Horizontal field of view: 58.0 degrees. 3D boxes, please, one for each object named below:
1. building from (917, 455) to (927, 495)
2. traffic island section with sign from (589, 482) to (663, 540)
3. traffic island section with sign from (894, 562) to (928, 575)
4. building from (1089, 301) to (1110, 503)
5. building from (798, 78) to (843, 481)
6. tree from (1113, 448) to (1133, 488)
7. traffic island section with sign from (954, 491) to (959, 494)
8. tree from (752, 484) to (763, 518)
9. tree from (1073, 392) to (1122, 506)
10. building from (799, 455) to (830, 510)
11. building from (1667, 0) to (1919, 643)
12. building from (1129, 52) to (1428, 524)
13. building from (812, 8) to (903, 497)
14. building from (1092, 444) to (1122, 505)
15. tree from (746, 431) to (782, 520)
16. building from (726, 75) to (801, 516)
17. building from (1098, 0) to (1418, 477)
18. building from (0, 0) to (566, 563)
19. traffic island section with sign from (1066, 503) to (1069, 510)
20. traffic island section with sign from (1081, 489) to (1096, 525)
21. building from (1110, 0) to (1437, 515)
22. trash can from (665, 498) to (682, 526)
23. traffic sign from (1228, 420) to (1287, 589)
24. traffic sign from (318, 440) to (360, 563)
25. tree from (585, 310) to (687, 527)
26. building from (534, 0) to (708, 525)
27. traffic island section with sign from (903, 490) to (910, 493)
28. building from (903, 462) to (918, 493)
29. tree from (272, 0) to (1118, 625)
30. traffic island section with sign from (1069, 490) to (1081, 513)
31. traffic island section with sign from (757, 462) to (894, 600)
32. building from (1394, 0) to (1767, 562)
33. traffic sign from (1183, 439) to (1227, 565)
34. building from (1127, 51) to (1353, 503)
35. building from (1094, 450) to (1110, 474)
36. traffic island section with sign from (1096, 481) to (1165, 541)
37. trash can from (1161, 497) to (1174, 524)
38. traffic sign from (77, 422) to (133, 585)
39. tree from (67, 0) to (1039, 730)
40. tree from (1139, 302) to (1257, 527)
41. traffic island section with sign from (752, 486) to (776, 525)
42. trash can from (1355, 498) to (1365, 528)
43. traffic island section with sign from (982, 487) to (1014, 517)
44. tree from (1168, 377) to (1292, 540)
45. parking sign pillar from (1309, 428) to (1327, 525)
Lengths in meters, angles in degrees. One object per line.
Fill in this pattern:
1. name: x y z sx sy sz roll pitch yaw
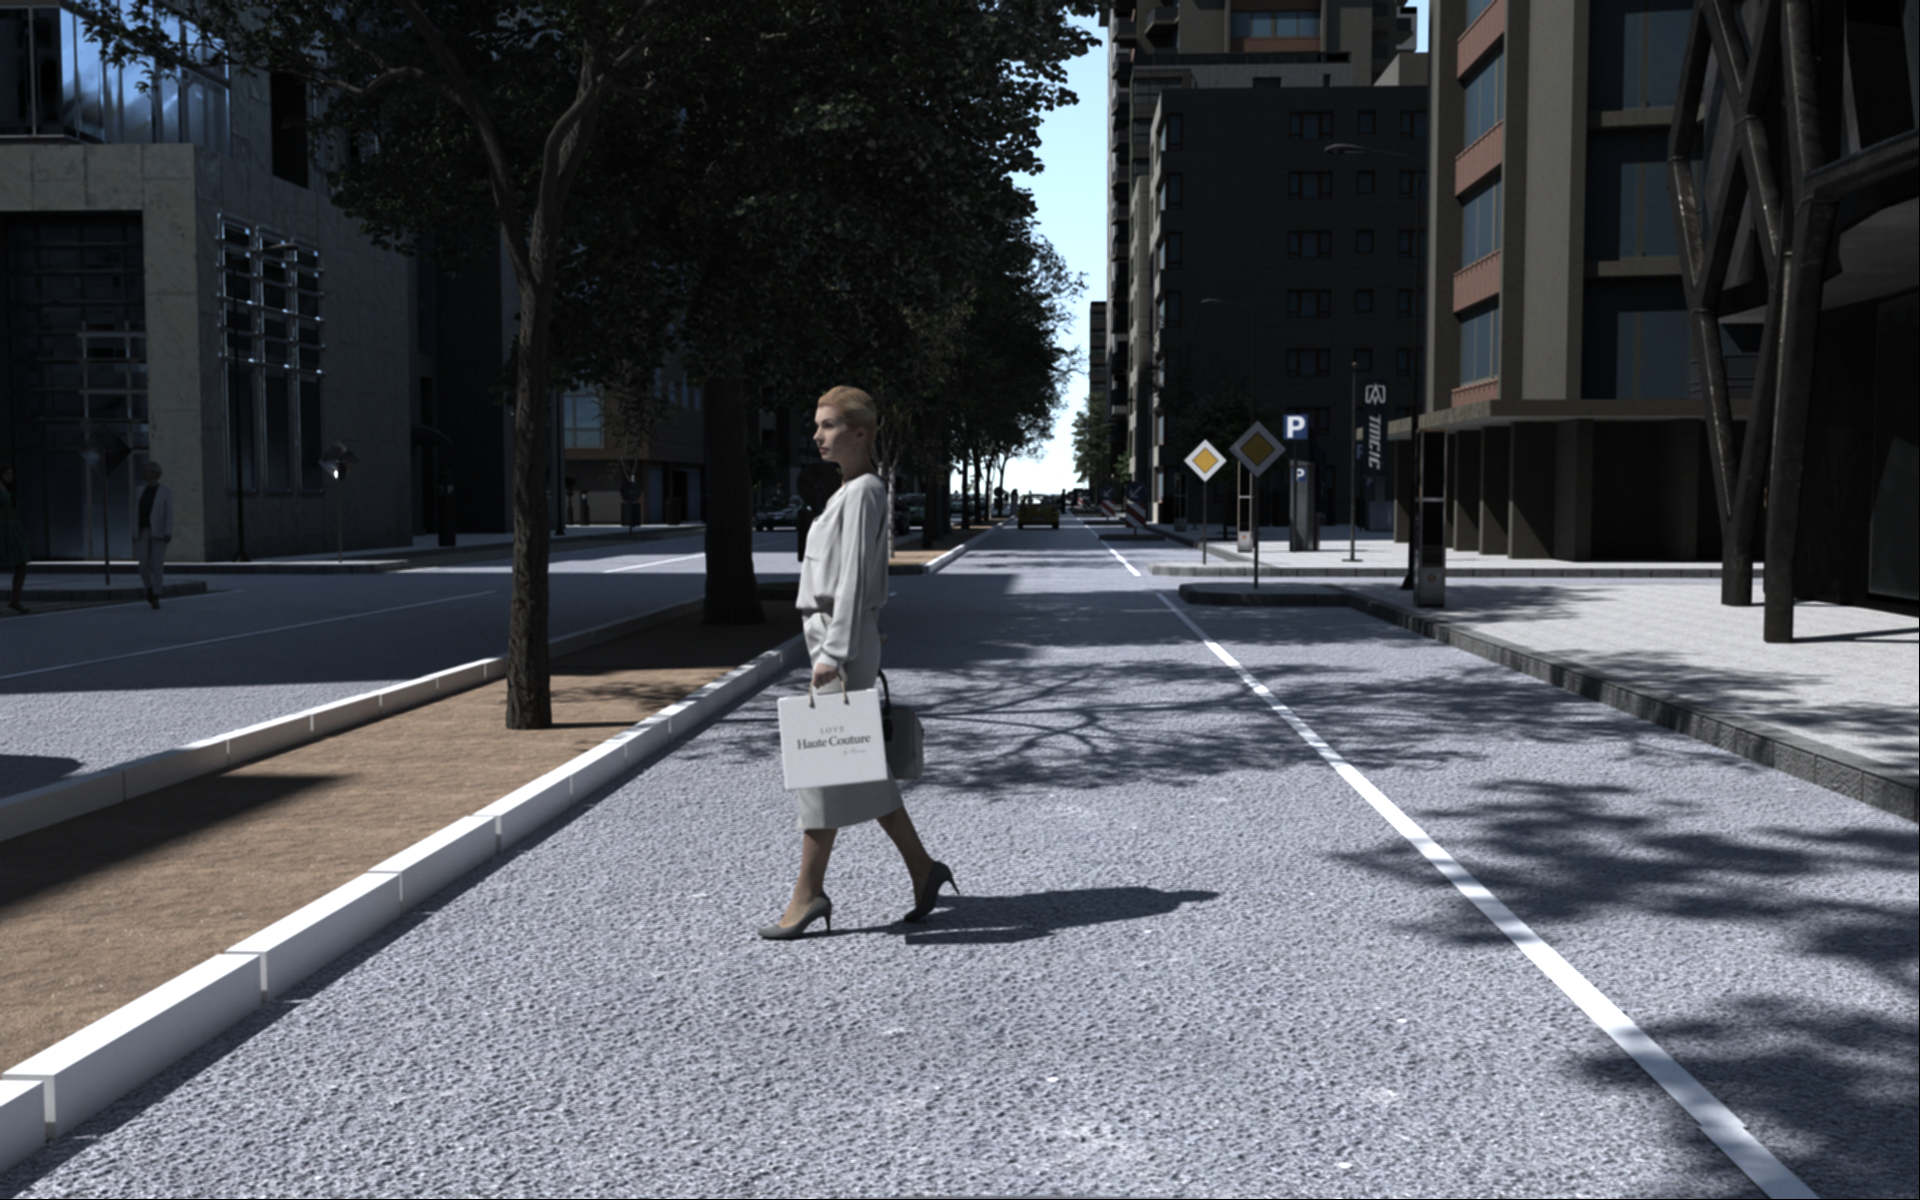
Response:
1. building: -11.038 -34.376 212.150 14.600 45.320 14.200 0 4 3
2. traffic island section with sign: -10.424 -2.801 54.426 1.989 1.847 2.006 0 4 3
3. traffic island section with sign: -1.639 -1.429 31.499 2.006 1.907 1.989 0 4 3
4. building: 26.257 -29.758 258.241 14.160 30.474 14.107 0 4 3
5. building: -24.584 -27.460 140.850 32.217 40.220 23.993 0 4 3
6. tree: 11.293 -7.657 108.898 4.285 4.588 4.351 0 3 0
7. traffic island section with sign: -0.435 -14.251 241.638 1.989 1.847 2.006 0 4 3
8. tree: -11.072 -5.964 92.120 1.663 3.219 1.824 0 3 0
9. tree: 15.429 -16.748 191.949 7.486 12.596 7.792 0 3 0
10. building: -19.716 -41.535 117.354 20.563 71.187 20.611 0 4 3
11. building: 15.010 -8.904 13.036 16.820 18.784 16.811 0 4 3
12. building: 23.156 -14.850 87.845 27.650 21.520 28.899 0 4 3
13. building: -16.922 -32.990 163.084 21.300 48.544 21.600 0 4 3
14. building: 26.533 -47.119 208.647 20.563 71.187 20.611 0 4 3
15. tree: -10.824 -6.361 87.718 4.285 4.588 4.351 0 3 0
16. building: -17.194 -20.081 100.025 14.160 30.474 14.107 0 4 3
17. building: 27.948 -35.315 166.640 28.713 52.752 27.495 0 4 3
18. building: -24.357 -44.827 45.598 22.319 86.520 31.000 0 4 3
19. traffic island section with sign: 10.865 -9.103 157.459 1.989 1.847 2.006 0 4 3
20. traffic island section with sign: 6.790 -4.431 81.079 1.989 1.847 2.006 0 4 3
21. building: 23.347 -29.603 138.627 22.147 44.769 28.867 0 4 3
22. trash can: -11.664 -3.596 70.455 0.748 1.137 0.748 0 3 0
23. traffic sign: 4.018 -1.212 23.464 0.795 2.450 0.064 0 4 3
24. traffic sign: -11.577 -1.753 32.310 0.795 2.450 0.064 0 4 3
25. tree: -12.706 -7.162 67.466 4.360 8.622 3.978 0 3 0
26. building: -19.241 -26.120 77.169 14.600 45.320 14.200 0 4 3
27. traffic island section with sign: -4.875 -9.165 158.480 1.989 1.847 2.006 0 4 3
28. building: -9.329 -34.949 255.008 14.154 41.232 14.086 0 4 3
29. tree: -2.503 -6.698 18.628 9.857 13.997 8.962 0 3 0
30. traffic island section with sign: 9.426 -7.457 130.542 1.989 1.847 2.006 0 4 3
31. traffic island section with sign: -2.043 -0.977 24.103 2.006 1.907 1.989 0 4 3
32. building: 24.657 -23.588 40.289 28.867 44.769 22.147 0 4 3
33. traffic sign: 4.443 -1.700 31.438 0.795 2.450 0.064 0 4 3
34. building: 18.380 -21.138 117.309 14.160 30.474 14.107 0 4 3
35. building: 29.719 -56.338 233.803 22.319 86.520 31.000 0 4 3
36. traffic island section with sign: 5.341 -2.777 54.038 1.989 1.847 2.006 0 4 3
37. trash can: 8.943 -3.812 73.983 0.748 1.137 0.748 0 3 0
38. traffic sign: -12.003 -1.266 24.336 0.795 2.450 0.064 0 4 3
39. tree: -2.677 -4.468 9.916 8.767 10.594 7.601 0 4 3
40. tree: 8.926 -7.118 66.740 4.360 8.622 3.978 0 3 0
41. traffic island section with sign: -8.983 -4.458 81.516 1.989 1.847 2.006 0 4 3
42. trash can: 15.416 -3.326 66.039 0.748 1.137 0.748 0 3 0
43. traffic island section with sign: 2.356 -6.018 106.532 2.006 1.907 1.989 0 4 3
44. tree: 7.531 -3.961 48.474 4.285 4.588 4.351 0 3 0
45. parking sign pillar: 14.720 -5.066 71.307 1.447 3.967 1.447 2 4 25
